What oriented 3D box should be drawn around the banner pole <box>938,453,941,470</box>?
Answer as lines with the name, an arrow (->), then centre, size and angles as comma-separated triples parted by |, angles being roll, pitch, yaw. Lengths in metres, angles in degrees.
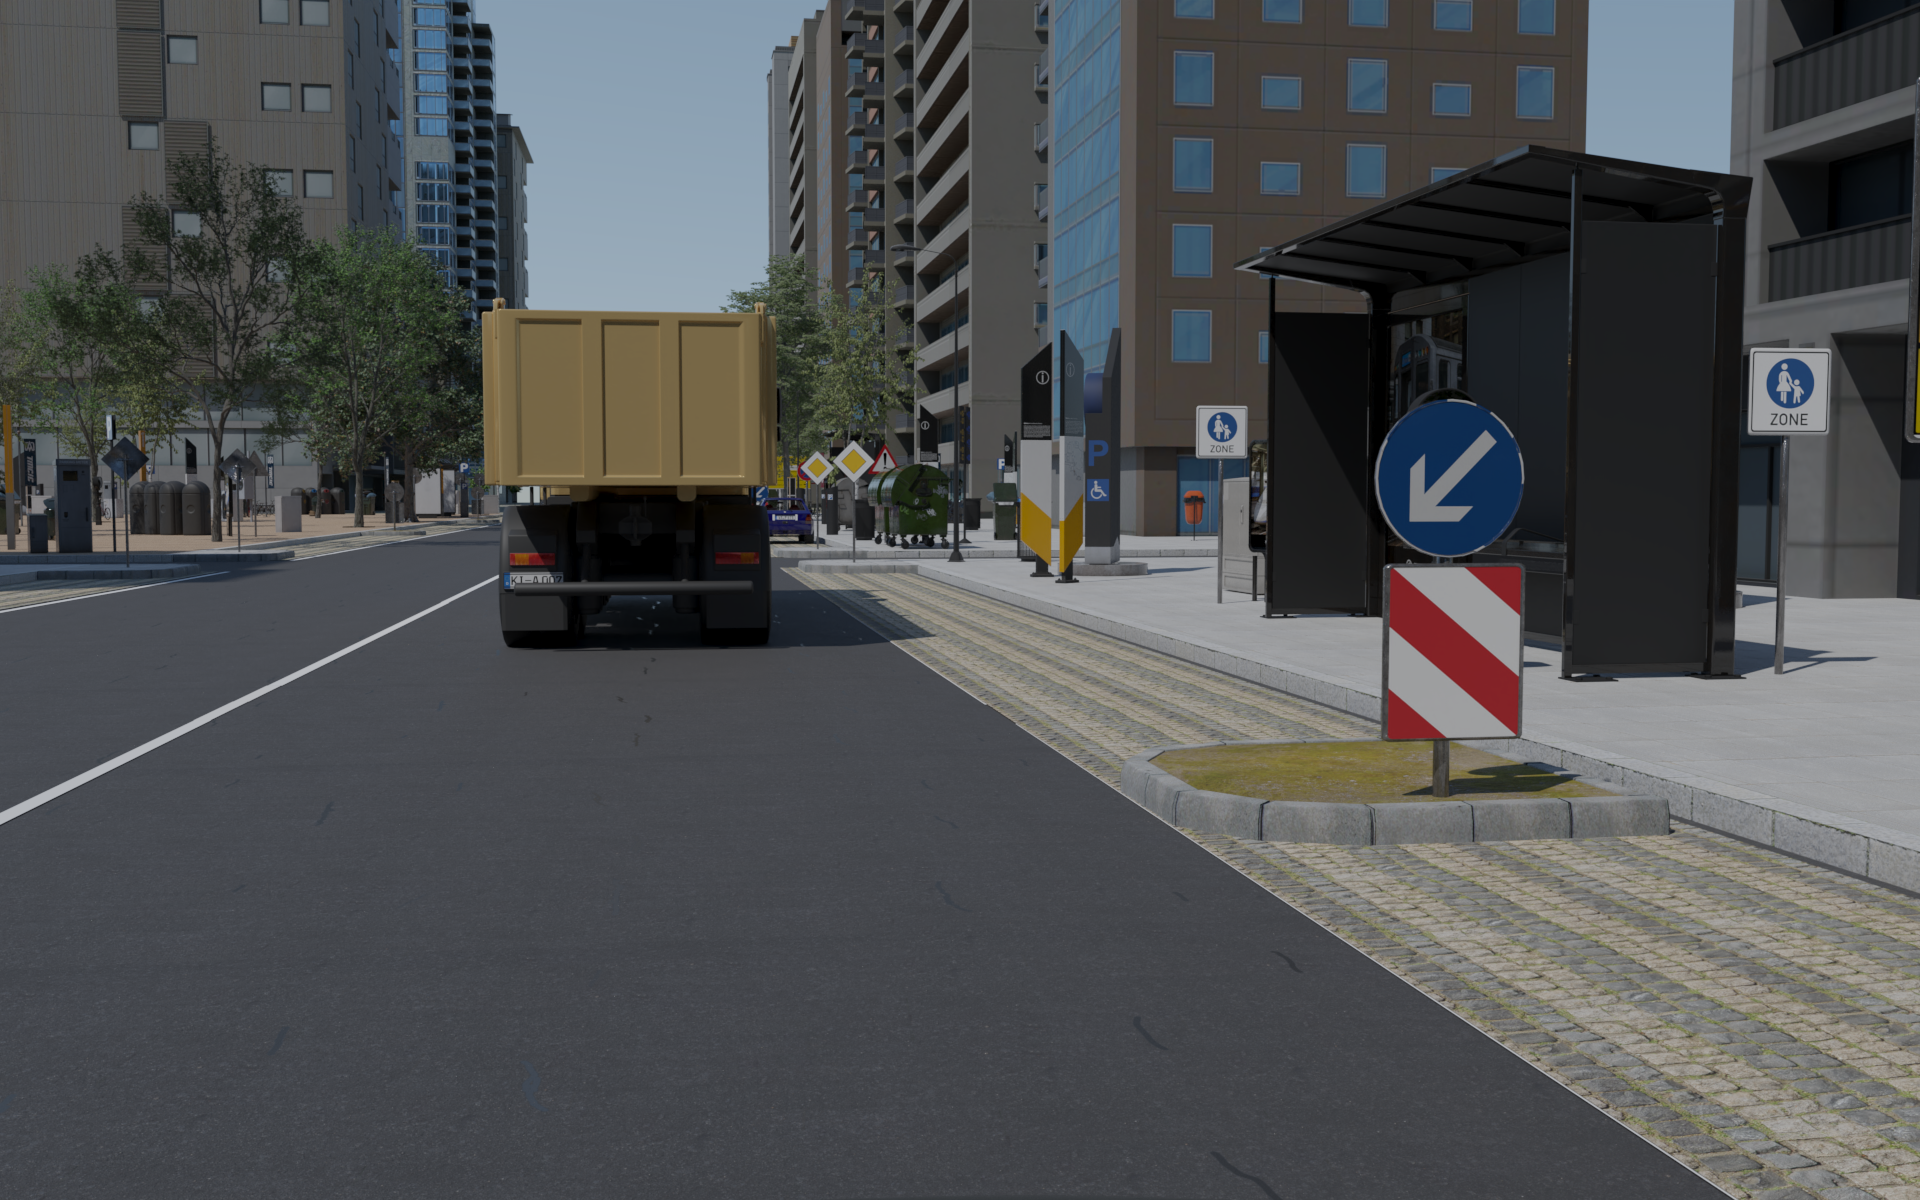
banner pole -> -1.410, -6.300, 93.022 | 0.863, 3.779, 0.401 | -1, 4, -15

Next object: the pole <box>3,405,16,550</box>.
pole -> -21.819, -2.808, 39.754 | 0.158, 3.312, 0.155 | 0, 3, 0

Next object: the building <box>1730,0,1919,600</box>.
building -> 21.383, -35.332, 15.927 | 20.563, 71.187, 20.611 | -1, 4, -10

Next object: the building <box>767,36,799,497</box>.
building -> -15.003, -42.169, 231.466 | 21.231, 58.520, 28.212 | -1, 4, -10

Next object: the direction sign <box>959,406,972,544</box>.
direction sign -> 0.121, -3.229, 44.799 | 0.379, 3.537, 0.876 | 1, 4, 18

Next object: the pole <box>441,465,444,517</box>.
pole -> -29.109, -6.330, 97.340 | 0.158, 3.312, 0.155 | 0, 3, 0

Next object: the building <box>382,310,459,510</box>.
building -> -59.369, -18.637, 149.753 | 27.650, 21.520, 28.899 | -1, 4, -10

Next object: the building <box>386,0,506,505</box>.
building -> -67.375, -55.024, 212.309 | 22.319, 86.520, 31.000 | -1, 4, -10

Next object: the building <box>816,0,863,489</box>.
building -> -5.232, -30.864, 154.729 | 14.600, 45.320, 14.200 | -1, 4, -10

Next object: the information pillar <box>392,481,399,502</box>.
information pillar -> -31.521, -5.643, 96.749 | 0.304, 2.012, 0.304 | -3, 5, -39

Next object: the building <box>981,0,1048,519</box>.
building -> 9.361, -29.118, 99.783 | 21.300, 48.544, 21.600 | -1, 4, -10

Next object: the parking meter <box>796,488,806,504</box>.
parking meter -> -6.366, -3.727, 69.340 | 0.372, 1.533, 0.369 | 0, 3, 0

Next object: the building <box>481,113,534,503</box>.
building -> -74.745, -39.906, 241.705 | 28.713, 52.752, 27.495 | -1, 4, -10

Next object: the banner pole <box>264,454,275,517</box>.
banner pole -> -38.444, -6.503, 96.333 | 0.863, 3.779, 0.401 | 2, 4, 24

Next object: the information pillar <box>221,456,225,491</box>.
information pillar -> -45.004, -6.976, 105.408 | 0.504, 3.616, 0.183 | -3, 5, -42

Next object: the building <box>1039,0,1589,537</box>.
building -> 11.018, -24.947, 57.986 | 14.200, 45.320, 14.600 | -1, 4, -10

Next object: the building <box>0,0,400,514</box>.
building -> -54.615, -32.527, 121.059 | 28.713, 52.752, 27.495 | -1, 4, -10

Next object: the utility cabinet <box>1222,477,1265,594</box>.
utility cabinet -> 3.744, -0.841, 22.435 | 0.318, 1.500, 1.173 | -1, 4, -13

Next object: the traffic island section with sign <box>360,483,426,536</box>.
traffic island section with sign -> -19.582, -3.139, 59.944 | 1.989, 1.847, 2.006 | -1, 4, -10

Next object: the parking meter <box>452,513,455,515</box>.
parking meter -> -31.085, -5.968, 105.989 | 0.372, 1.533, 0.369 | 0, 3, 0

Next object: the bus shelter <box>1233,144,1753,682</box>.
bus shelter -> 4.152, -1.444, 14.887 | 1.731, 3.624, 6.357 | -1, 4, -10

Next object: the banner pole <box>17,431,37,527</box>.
banner pole -> -36.996, -4.809, 68.643 | 0.401, 3.779, 0.863 | 3, 4, 39

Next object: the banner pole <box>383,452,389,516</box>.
banner pole -> -33.998, -6.893, 102.720 | 0.401, 3.779, 0.863 | -3, 4, -37

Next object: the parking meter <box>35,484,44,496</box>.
parking meter -> -51.185, -5.543, 96.338 | 0.399, 1.863, 0.255 | 1, 4, 20

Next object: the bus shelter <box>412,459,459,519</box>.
bus shelter -> -28.373, -6.065, 93.091 | 2.014, 3.302, 5.546 | -1, 4, -10

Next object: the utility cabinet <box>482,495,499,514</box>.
utility cabinet -> -30.443, -6.179, 112.183 | 1.020, 1.237, 0.306 | -2, 4, -33

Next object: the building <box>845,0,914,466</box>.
building -> 2.754, -29.337, 134.291 | 22.147, 44.769, 28.867 | -1, 4, -10

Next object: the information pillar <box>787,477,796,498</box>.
information pillar -> -7.382, -4.373, 75.990 | 0.304, 2.012, 0.304 | -2, 4, -25

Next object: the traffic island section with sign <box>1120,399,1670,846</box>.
traffic island section with sign -> 1.820, 0.039, 7.990 | 1.989, 1.847, 2.006 | -1, 4, -10

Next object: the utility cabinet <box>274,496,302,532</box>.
utility cabinet -> -22.609, -2.883, 58.298 | 0.306, 1.237, 1.020 | 1, 4, 17

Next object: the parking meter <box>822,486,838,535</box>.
parking meter -> -4.003, -2.806, 54.292 | 0.372, 1.533, 0.369 | 0, 3, 0

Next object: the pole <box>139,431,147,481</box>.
pole -> -26.346, -3.794, 55.867 | 0.158, 3.312, 0.155 | 0, 3, 0

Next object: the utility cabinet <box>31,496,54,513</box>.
utility cabinet -> -32.736, -3.109, 61.997 | 1.020, 1.237, 0.306 | 1, 4, 23

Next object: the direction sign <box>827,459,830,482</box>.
direction sign -> -8.171, -7.357, 112.287 | 0.876, 3.537, 0.379 | 0, 4, -1

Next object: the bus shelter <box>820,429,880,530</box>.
bus shelter -> -4.162, -4.549, 65.656 | 1.731, 3.624, 6.357 | -1, 4, -10

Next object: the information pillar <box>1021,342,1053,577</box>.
information pillar -> 1.187, -2.159, 26.658 | 0.504, 3.616, 0.183 | -1, 4, -12

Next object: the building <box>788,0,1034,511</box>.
building -> -5.609, -33.580, 172.733 | 21.300, 48.544, 21.600 | -1, 4, -10

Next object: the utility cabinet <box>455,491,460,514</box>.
utility cabinet -> -32.171, -6.203, 110.090 | 1.173, 1.500, 0.318 | 2, 4, 28

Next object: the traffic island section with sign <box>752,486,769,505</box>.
traffic island section with sign -> -7.407, -3.308, 62.713 | 1.989, 1.847, 2.006 | -1, 4, -10

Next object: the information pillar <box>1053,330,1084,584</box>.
information pillar -> 1.599, -2.053, 24.929 | 0.183, 3.616, 0.504 | 3, 5, 40

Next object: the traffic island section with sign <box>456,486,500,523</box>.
traffic island section with sign -> -24.063, -4.764, 86.526 | 1.989, 1.847, 2.006 | -1, 4, -10
